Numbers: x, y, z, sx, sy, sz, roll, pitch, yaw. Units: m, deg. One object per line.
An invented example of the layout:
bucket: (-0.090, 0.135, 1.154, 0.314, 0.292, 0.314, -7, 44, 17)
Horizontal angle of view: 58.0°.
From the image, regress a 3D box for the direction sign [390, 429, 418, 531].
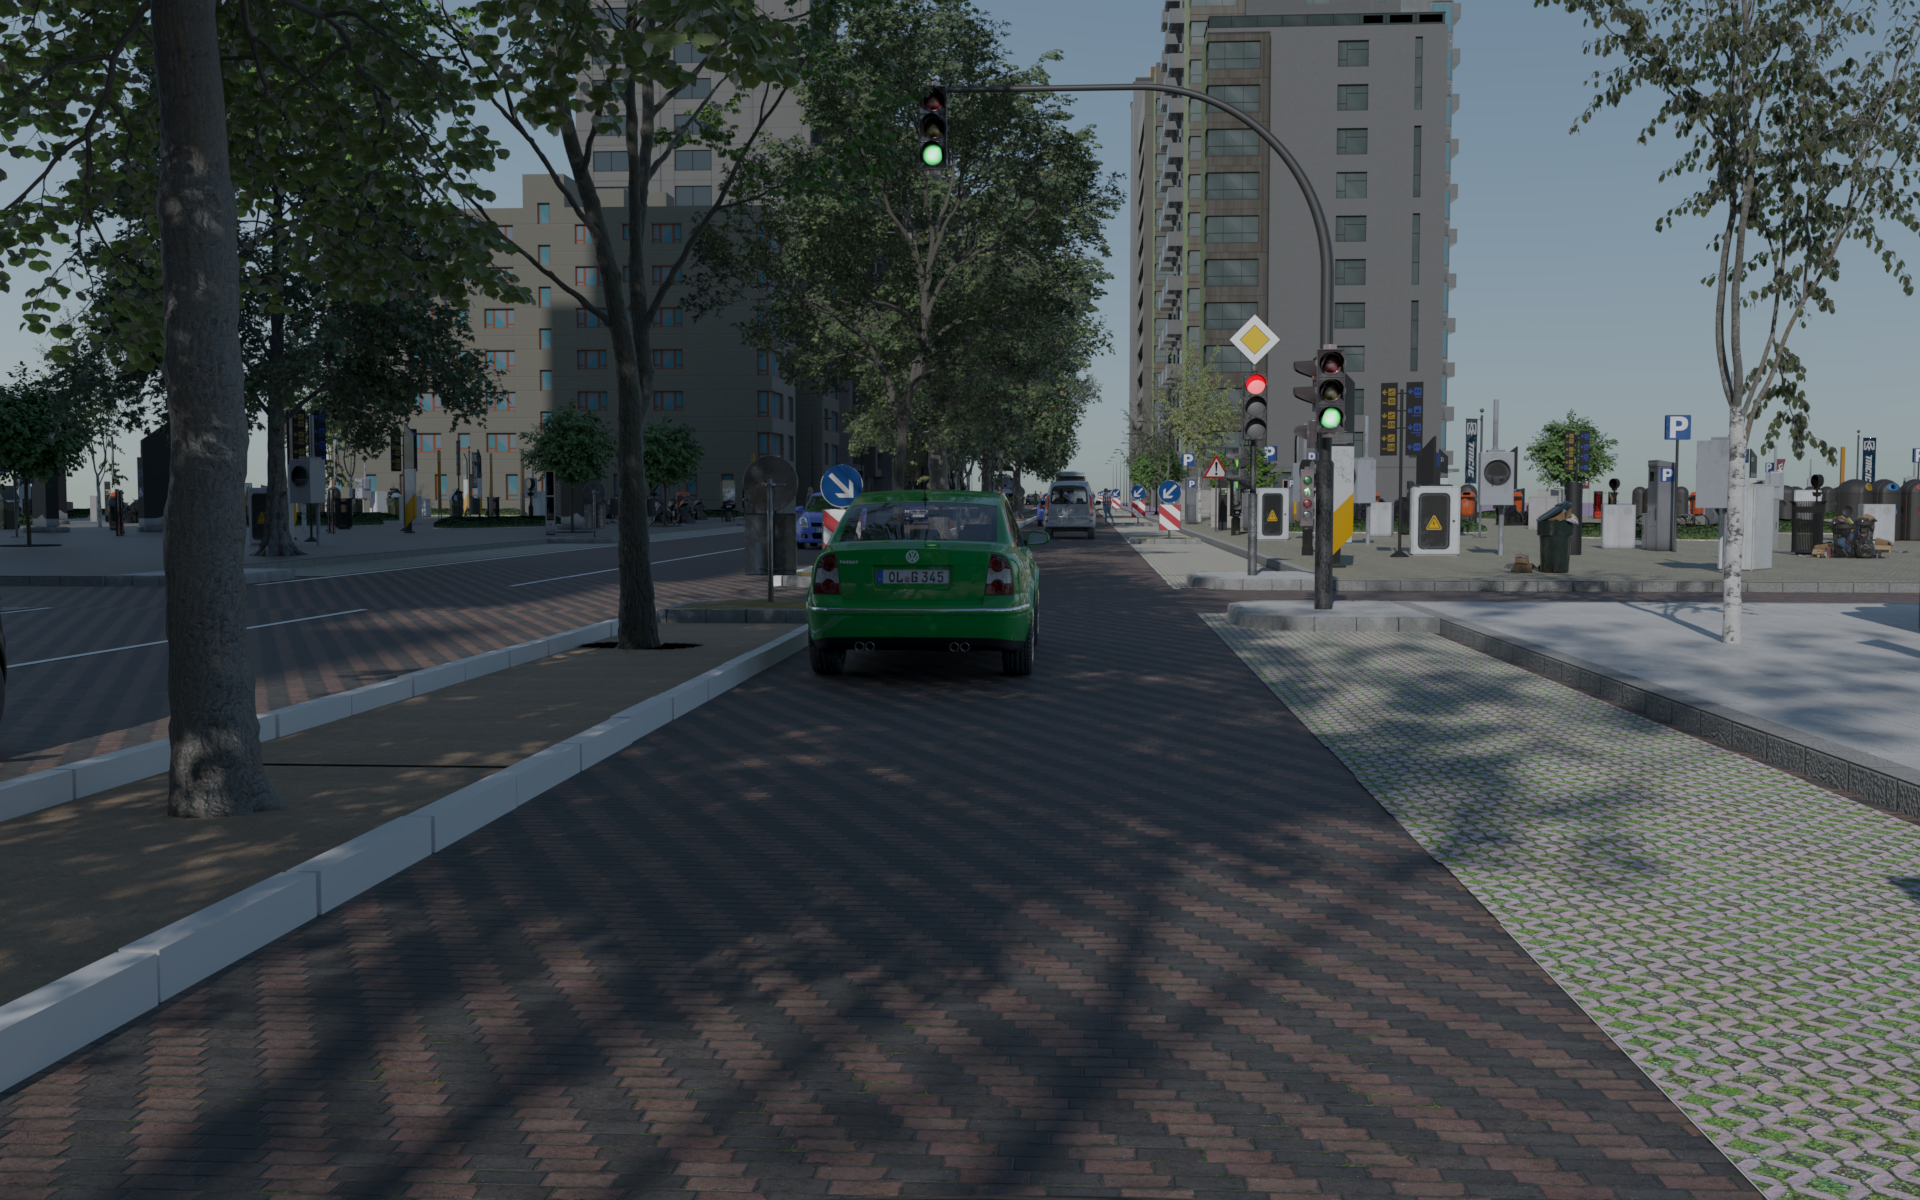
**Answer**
direction sign: (-19.234, -4.157, 59.967, 0.876, 3.537, 0.379, -1, 4, -19)

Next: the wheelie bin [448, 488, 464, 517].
wheelie bin: (-25.683, -4.920, 88.350, 0.693, 1.594, 0.980, -2, 4, -30)

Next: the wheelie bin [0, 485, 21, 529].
wheelie bin: (-34.878, -3.387, 63.287, 0.693, 1.594, 0.980, 2, 4, 26)

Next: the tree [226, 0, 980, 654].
tree: (-3.081, -5.359, 15.831, 9.928, 11.665, 9.643, 0, 3, 0)

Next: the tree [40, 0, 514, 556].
tree: (-14.158, -7.270, 35.872, 9.611, 12.733, 9.660, 0, 3, 0)

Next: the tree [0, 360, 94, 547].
tree: (-22.979, -3.604, 42.638, 4.285, 4.588, 4.351, 0, 3, 0)

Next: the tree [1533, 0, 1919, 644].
tree: (6.871, -3.927, 14.569, 4.360, 8.622, 3.978, 0, 3, 0)

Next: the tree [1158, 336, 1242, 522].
tree: (11.167, -7.948, 80.318, 4.737, 8.622, 4.395, 0, 3, 0)

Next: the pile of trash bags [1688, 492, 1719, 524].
pile of trash bags: (28.574, -3.331, 64.214, 1.912, 1.369, 3.447, -2, 4, -34)

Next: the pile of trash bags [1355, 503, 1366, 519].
pile of trash bags: (19.699, -4.551, 84.160, 1.912, 1.369, 3.447, 0, 4, -5)

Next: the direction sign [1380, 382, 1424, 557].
direction sign: (8.948, -2.640, 35.157, 0.876, 3.537, 0.379, 2, 4, 34)

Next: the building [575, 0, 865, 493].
building: (-18.676, -43.065, 142.364, 20.563, 71.187, 20.611, 0, 4, 4)

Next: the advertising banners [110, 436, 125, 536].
advertising banners: (-25.760, -3.471, 52.936, 0.090, 3.025, 2.074, -1, 4, -18)

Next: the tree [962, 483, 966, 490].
tree: (0.442, -15.330, 245.239, 1.663, 3.219, 1.824, 0, 3, 0)

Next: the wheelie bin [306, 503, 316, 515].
wheelie bin: (-29.045, -4.251, 77.414, 0.980, 1.594, 0.693, -1, 4, -22)

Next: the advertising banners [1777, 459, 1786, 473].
advertising banners: (39.982, -5.484, 85.844, 2.074, 3.025, 0.090, -1, 4, -12)

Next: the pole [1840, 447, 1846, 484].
pole: (37.993, -4.940, 74.609, 0.158, 3.312, 0.155, 0, 3, 0)

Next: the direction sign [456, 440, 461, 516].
direction sign: (-21.162, -4.962, 73.121, 0.379, 3.537, 0.876, -2, 4, -25)

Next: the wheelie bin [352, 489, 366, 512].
wheelie bin: (-34.923, -5.651, 100.298, 0.693, 1.594, 0.980, 3, 4, 39)

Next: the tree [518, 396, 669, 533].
tree: (-12.873, -4.522, 57.656, 4.285, 4.588, 4.351, 0, 3, 0)

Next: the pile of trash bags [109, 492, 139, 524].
pile of trash bags: (-36.227, -4.054, 76.034, 1.912, 1.369, 3.447, 0, 4, 4)

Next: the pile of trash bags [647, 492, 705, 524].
pile of trash bags: (-12.499, -4.066, 76.239, 1.912, 1.369, 3.447, 0, 4, -2)

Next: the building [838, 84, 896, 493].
building: (-13.563, -29.214, 161.244, 14.154, 41.232, 14.086, 0, 4, 4)

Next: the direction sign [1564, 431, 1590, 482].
direction sign: (22.012, -4.273, 61.861, 0.876, 3.537, 0.379, 0, 3, 0)

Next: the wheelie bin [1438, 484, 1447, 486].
wheelie bin: (15.334, -2.882, 55.025, 0.693, 1.594, 0.980, 3, 4, 38)

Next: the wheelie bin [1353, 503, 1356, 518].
wheelie bin: (18.080, -4.467, 80.939, 0.980, 1.594, 0.693, -1, 4, -12)

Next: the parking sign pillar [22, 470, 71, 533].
parking sign pillar: (-30.658, -4.252, 57.993, 1.447, 3.967, 1.447, 3, 5, 44)

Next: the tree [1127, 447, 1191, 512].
tree: (13.474, -8.486, 122.467, 4.285, 4.588, 4.351, 0, 3, 0)

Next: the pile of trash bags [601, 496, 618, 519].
pile of trash bags: (-17.405, -4.923, 90.248, 1.912, 1.369, 3.447, 2, 4, 27)

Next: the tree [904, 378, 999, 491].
tree: (0.207, -6.284, 55.556, 4.737, 8.622, 4.395, 0, 3, 0)

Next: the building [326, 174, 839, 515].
building: (-24.075, -16.766, 119.167, 27.650, 21.520, 28.899, 0, 4, 4)

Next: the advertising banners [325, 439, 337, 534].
advertising banners: (-20.429, -3.676, 56.298, 0.090, 3.025, 2.074, -2, 4, -29)

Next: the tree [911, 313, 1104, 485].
tree: (2.035, -10.678, 87.406, 12.009, 13.543, 11.850, 0, 3, 0)

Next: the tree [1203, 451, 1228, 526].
tree: (10.574, -4.650, 70.626, 1.663, 3.219, 1.824, 0, 3, 0)

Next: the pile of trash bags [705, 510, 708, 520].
pile of trash bags: (-13.668, -4.705, 86.676, 1.912, 1.369, 3.447, -1, 4, -12)

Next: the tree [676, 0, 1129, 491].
tree: (-1.225, -5.790, 31.528, 8.767, 10.594, 7.601, 0, 4, 4)

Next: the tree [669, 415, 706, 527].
tree: (-11.695, -5.185, 68.482, 4.285, 4.588, 4.351, 0, 3, 0)

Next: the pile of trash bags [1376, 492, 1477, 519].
pile of trash bags: (17.779, -3.402, 65.381, 3.447, 1.369, 1.912, 2, 4, 34)

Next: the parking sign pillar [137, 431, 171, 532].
parking sign pillar: (-27.341, -4.320, 59.106, 1.447, 3.967, 1.447, 3, 4, 38)

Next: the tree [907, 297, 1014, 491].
tree: (-0.039, -5.904, 49.353, 4.360, 8.622, 3.978, 0, 3, 0)

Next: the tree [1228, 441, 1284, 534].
tree: (9.734, -3.788, 56.531, 1.663, 3.219, 1.824, 0, 3, 0)

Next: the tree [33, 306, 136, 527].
tree: (-33.607, -7.140, 67.105, 4.737, 8.622, 4.395, 0, 3, 0)

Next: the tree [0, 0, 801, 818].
tree: (-3.270, -5.286, 7.004, 7.486, 12.596, 7.792, 0, 3, 0)

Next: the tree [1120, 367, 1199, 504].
tree: (11.398, -8.992, 97.376, 4.360, 8.622, 3.978, 0, 3, 0)

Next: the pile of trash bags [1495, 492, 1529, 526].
pile of trash bags: (23.042, -3.769, 71.383, 1.912, 1.369, 3.447, 1, 4, 13)

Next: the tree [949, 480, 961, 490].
tree: (-1.316, -13.899, 221.851, 1.663, 3.219, 1.824, 0, 3, 0)

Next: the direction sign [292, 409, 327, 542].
direction sign: (-17.480, -3.338, 46.579, 0.876, 3.537, 0.379, -3, 4, -36)

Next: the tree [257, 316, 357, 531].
tree: (-22.558, -6.695, 59.829, 4.737, 8.622, 4.395, 0, 3, 0)

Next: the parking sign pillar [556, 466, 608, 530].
parking sign pillar: (-13.935, -4.550, 62.871, 1.447, 3.967, 1.447, 3, 4, 39)

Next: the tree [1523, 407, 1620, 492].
tree: (23.165, -5.026, 65.893, 4.285, 4.588, 4.351, 0, 3, 0)

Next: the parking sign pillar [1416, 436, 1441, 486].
parking sign pillar: (21.912, -5.663, 81.059, 1.447, 3.967, 1.447, -1, 4, -22)

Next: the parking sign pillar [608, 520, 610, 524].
parking sign pillar: (-15.777, -5.252, 74.336, 1.447, 3.967, 1.447, 0, 4, 4)

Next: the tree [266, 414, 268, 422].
tree: (-36.102, -8.811, 94.415, 4.360, 8.622, 3.978, 0, 3, 0)

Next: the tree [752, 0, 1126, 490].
tree: (-0.469, -8.109, 41.697, 9.857, 13.997, 8.962, 0, 3, 0)

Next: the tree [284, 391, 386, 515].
tree: (-26.239, -7.594, 74.532, 4.360, 8.622, 3.978, 0, 3, 0)

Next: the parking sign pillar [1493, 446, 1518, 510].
parking sign pillar: (30.728, -6.674, 97.588, 1.447, 3.967, 1.447, -1, 4, -18)

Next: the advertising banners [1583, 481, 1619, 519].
advertising banners: (33.157, -5.730, 89.866, 2.074, 3.025, 0.090, 0, 4, -3)

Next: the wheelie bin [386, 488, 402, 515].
wheelie bin: (-29.623, -5.067, 90.746, 0.980, 1.594, 0.693, 2, 4, 31)

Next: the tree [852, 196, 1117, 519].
tree: (0.991, -8.872, 64.517, 9.611, 12.733, 9.660, 0, 3, 0)
